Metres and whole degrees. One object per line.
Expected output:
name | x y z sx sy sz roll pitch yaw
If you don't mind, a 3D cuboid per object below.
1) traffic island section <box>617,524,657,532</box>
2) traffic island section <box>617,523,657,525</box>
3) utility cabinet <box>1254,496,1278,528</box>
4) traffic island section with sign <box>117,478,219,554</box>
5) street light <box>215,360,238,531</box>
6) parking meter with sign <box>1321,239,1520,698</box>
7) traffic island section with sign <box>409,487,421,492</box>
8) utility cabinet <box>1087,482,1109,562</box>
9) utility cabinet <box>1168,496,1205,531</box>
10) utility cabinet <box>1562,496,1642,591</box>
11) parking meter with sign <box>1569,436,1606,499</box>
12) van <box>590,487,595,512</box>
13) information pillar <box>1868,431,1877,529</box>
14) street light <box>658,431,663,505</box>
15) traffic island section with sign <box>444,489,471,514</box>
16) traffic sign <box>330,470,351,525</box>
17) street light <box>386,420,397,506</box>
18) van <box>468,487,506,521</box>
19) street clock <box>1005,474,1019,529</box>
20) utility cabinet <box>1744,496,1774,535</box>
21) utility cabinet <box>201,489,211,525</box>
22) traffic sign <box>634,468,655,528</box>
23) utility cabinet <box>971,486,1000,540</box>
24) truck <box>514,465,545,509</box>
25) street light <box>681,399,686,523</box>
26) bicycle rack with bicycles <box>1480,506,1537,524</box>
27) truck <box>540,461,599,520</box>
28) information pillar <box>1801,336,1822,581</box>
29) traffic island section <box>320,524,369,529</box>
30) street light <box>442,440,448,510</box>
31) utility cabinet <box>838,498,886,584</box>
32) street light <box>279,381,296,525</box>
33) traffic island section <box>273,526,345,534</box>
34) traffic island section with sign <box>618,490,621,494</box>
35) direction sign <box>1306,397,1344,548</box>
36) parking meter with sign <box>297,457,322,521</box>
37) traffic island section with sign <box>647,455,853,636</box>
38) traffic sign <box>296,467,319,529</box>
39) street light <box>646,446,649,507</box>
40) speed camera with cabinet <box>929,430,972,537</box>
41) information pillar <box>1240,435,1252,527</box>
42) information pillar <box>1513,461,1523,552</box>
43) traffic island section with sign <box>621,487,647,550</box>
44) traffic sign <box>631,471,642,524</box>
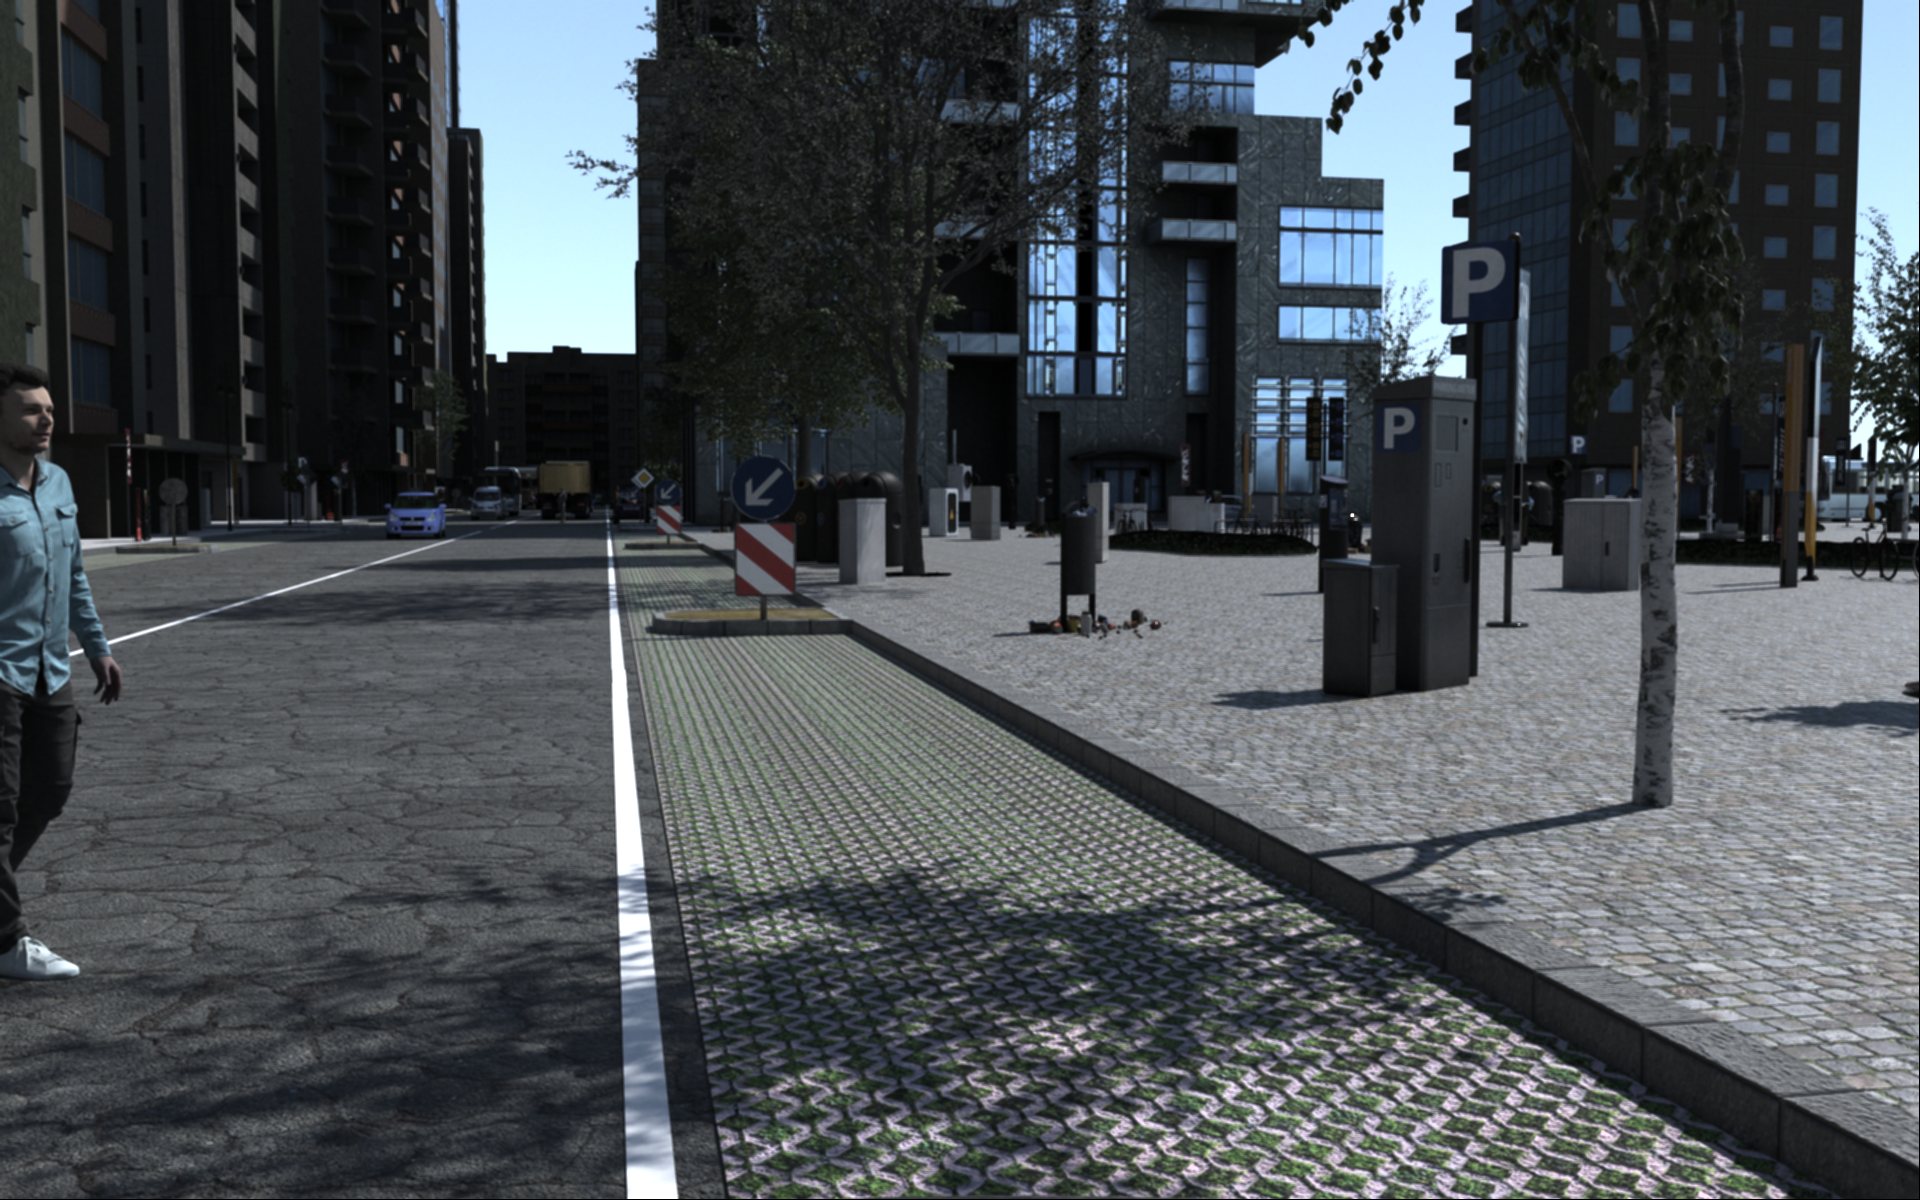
traffic island section | -12.007 -2.679 66.087 2.009 0.180 2.903 -1 4 -12
traffic island section | -13.606 -3.158 73.911 2.009 0.180 2.903 -1 4 -12
utility cabinet | 11.744 -3.385 66.510 0.306 1.237 1.020 -2 4 -35
traffic island section with sign | -19.251 -2.057 42.253 1.989 1.847 2.006 -1 4 -12
street light | -25.315 -5.328 59.895 0.468 5.910 1.993 -1 4 -12
parking meter with sign | 3.050 -0.933 11.512 0.543 3.016 1.738 3 5 43
traffic island section with sign | -30.326 -5.369 96.412 1.989 1.847 2.006 -1 4 -12
utility cabinet | 2.587 -1.464 32.611 0.318 1.500 1.173 1 4 11
utility cabinet | 6.512 -2.363 49.797 1.020 1.237 0.306 0 4 -7
utility cabinet | 8.626 -0.743 23.316 0.306 1.237 1.020 -2 4 -34
parking meter with sign | 18.610 -3.345 50.959 0.543 3.016 1.738 -1 4 -12
van | -31.104 -8.413 141.944 2.240 2.365 5.245 -1 4 -10
information pillar | 33.806 -4.453 64.164 0.183 3.616 0.504 1 4 12
street light | -19.404 -8.541 112.429 0.468 5.910 1.993 -1 4 -12
traffic island section with sign | -35.815 -7.011 123.262 1.989 1.847 2.006 -1 4 -12
traffic sign | -25.531 -4.146 71.426 0.795 2.450 0.064 -1 4 -12
street light | -34.731 -8.139 105.854 0.468 5.910 1.993 -1 4 -12
van | -25.975 -5.400 95.307 2.013 2.044 4.112 -1 4 -11
street clock | 1.899 -3.571 62.963 0.471 2.002 0.358 -3 4 -38
utility cabinet | 25.508 -2.683 55.030 1.020 1.237 0.306 3 5 44
utility cabinet | -31.225 -3.799 70.784 1.173 1.500 0.318 1 4 13
traffic sign | -12.029 -3.814 66.005 0.795 2.450 0.064 -1 4 -12
utility cabinet | 0.717 -2.419 48.223 0.318 1.500 1.173 -2 4 -29
truck | -41.754 -10.934 167.689 2.839 4.237 11.283 -1 4 -10
street light | -12.390 -6.415 77.672 0.468 5.910 1.993 -1 4 -12
bicycle rack with bicycles | 16.235 -2.511 54.437 2.852 0.926 2.925 -3 5 -39
truck | -22.913 -6.424 100.962 3.469 3.379 9.791 -1 4 -10
information pillar | 12.580 -2.091 25.549 0.183 3.616 0.504 2 4 34
traffic island section | -25.552 -3.009 71.483 2.009 0.180 2.903 -1 4 -12
street light | -41.839 -10.265 140.618 0.468 5.910 1.993 -1 4 -12
utility cabinet | -1.414 -0.850 25.053 0.306 1.237 1.020 1 4 22
street light | -27.604 -6.018 71.181 0.468 5.910 1.993 -1 4 -12
traffic island section | -23.953 -2.531 63.659 2.009 0.180 2.903 -1 4 -12
traffic island section with sign | -24.100 -7.135 125.278 1.989 1.847 2.006 -1 4 -12
direction sign | 8.545 -2.974 40.621 0.876 3.537 0.379 0 4 -1
parking meter with sign | -30.850 -5.259 82.251 0.543 3.016 1.738 0 4 1
traffic island section with sign | -2.246 -0.592 18.313 1.989 1.847 2.006 -1 4 -12
traffic sign | -23.932 -3.667 63.602 0.795 2.450 0.064 -1 4 -12
street light | -26.520 -10.662 147.104 0.468 5.910 1.993 -1 4 -12
speed camera with cabinet | -0.278 -3.565 52.616 0.660 3.252 2.038 1 4 23
information pillar | 11.318 -4.713 68.407 0.504 3.616 0.183 -2 4 -32
information pillar | 12.391 -2.094 38.734 0.304 2.012 0.304 1 4 11
traffic island section with sign | -7.766 -2.245 45.337 1.989 1.847 2.006 -1 4 -12
traffic sign | -13.627 -4.293 73.829 0.795 2.450 0.064 -1 4 -12
